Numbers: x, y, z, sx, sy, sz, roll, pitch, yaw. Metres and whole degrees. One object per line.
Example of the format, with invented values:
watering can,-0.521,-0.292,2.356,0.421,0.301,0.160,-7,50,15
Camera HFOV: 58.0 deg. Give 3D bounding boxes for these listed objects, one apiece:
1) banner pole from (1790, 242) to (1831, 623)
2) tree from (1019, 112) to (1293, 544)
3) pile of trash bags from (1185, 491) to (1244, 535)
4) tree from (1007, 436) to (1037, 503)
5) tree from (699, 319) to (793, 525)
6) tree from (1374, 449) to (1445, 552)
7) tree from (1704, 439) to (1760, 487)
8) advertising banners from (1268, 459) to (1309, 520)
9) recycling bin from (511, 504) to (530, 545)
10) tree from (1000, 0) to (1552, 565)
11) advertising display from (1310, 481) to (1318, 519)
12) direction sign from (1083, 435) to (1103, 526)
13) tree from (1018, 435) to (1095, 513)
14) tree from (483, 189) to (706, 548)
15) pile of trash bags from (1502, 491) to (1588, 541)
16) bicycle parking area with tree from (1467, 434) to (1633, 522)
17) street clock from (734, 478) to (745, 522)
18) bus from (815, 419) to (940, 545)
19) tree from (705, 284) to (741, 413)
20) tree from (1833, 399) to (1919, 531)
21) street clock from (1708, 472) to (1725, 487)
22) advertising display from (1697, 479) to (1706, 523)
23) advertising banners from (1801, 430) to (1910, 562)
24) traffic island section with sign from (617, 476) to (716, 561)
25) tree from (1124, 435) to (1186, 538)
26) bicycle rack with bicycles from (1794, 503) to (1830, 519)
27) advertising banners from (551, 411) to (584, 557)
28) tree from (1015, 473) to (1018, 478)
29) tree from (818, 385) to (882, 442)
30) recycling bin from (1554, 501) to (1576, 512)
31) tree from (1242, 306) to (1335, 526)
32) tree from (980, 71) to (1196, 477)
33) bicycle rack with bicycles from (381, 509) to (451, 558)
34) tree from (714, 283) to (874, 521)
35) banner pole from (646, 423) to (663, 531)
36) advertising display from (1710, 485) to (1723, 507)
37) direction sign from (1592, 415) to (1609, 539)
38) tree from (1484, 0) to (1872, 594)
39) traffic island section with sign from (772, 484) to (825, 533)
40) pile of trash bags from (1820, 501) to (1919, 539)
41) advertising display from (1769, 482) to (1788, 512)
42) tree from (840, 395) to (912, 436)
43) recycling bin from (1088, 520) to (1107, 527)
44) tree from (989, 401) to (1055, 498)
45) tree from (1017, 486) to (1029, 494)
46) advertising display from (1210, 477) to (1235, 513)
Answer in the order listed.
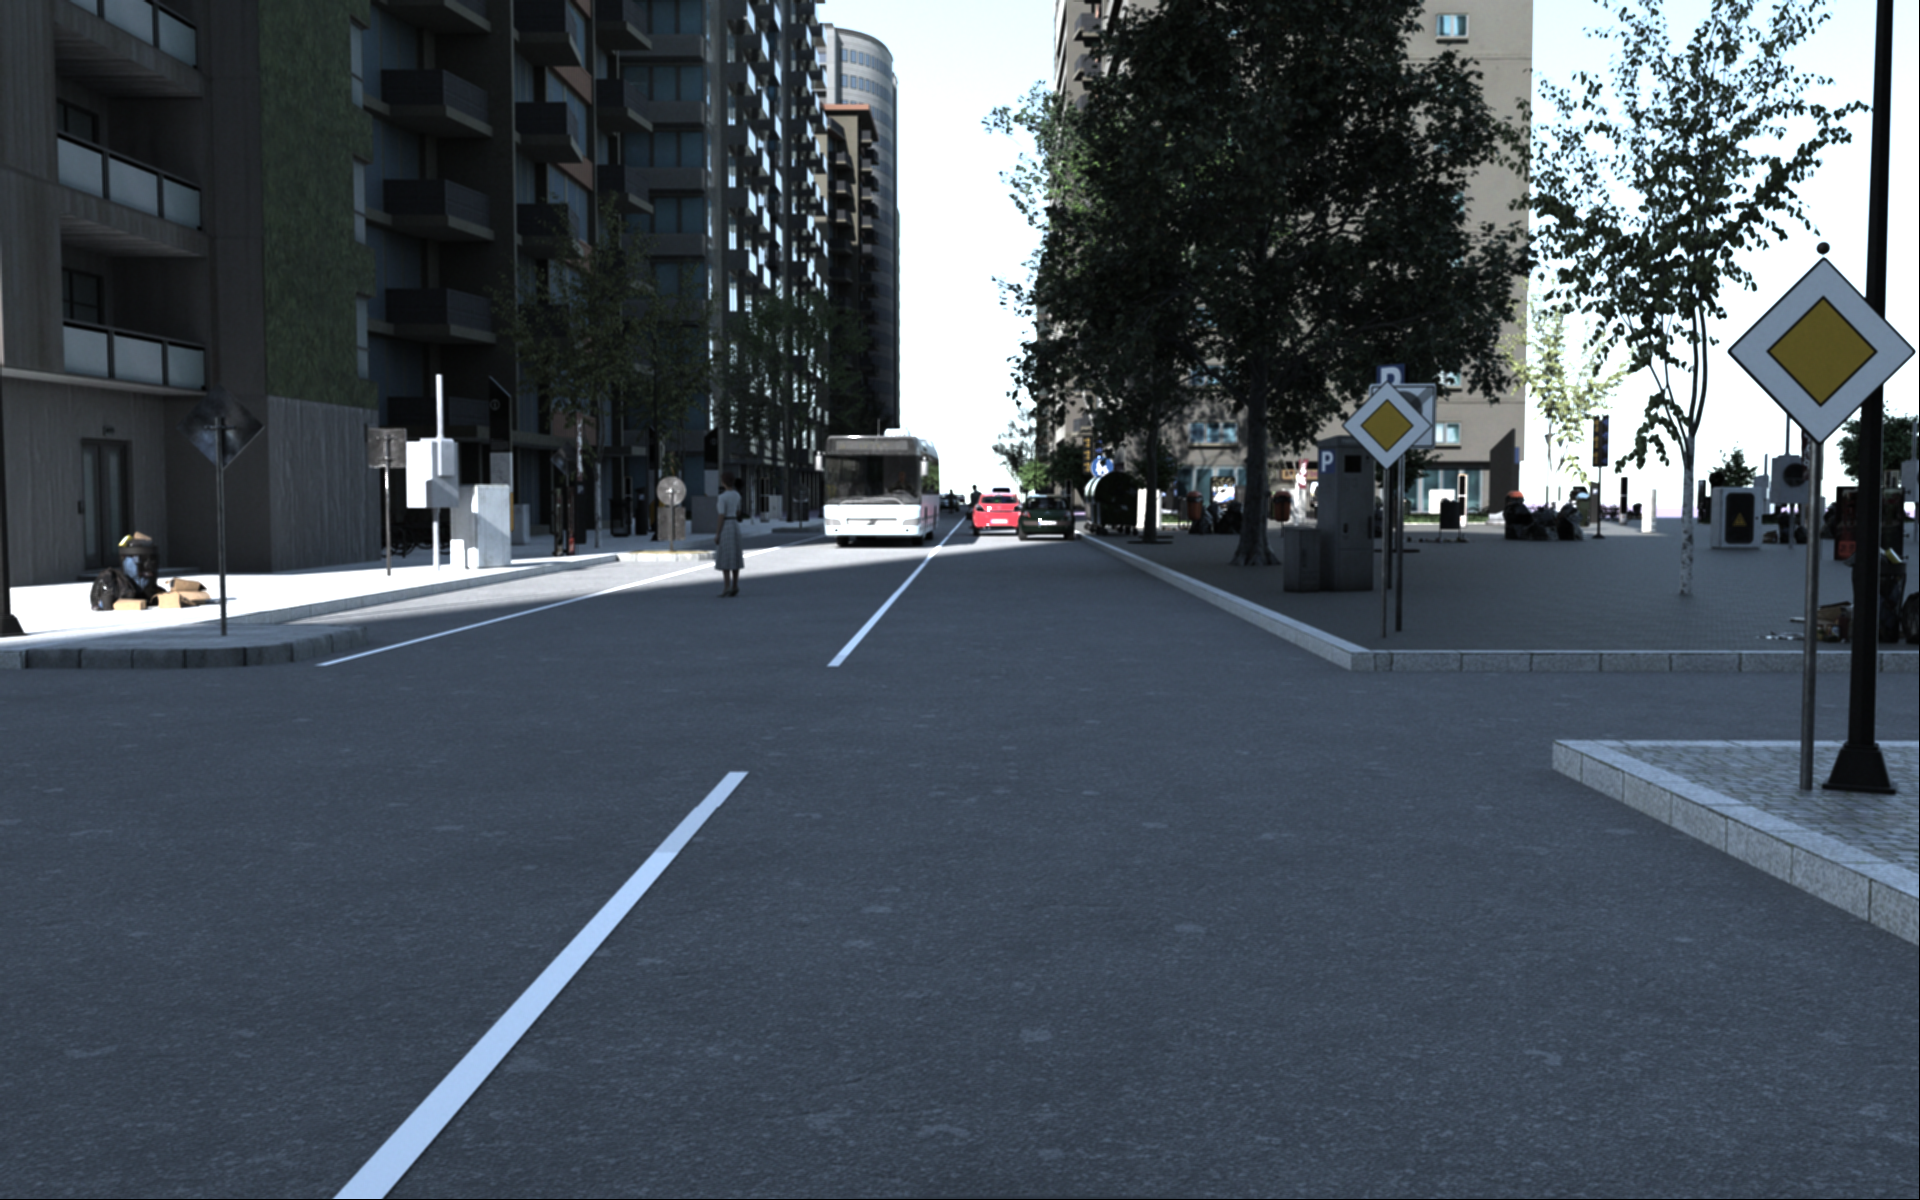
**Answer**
banner pole,8.447,-1.655,17.082,0.401,3.779,0.863,2,4,29
tree,5.043,-7.267,44.566,9.928,11.665,9.643,0,3,0
pile of trash bags,8.149,-2.800,55.528,1.912,1.369,3.447,2,4,33
tree,7.229,-15.554,204.663,4.737,8.622,4.395,0,3,0
tree,-8.730,-7.454,72.239,4.360,8.622,3.978,0,3,0
tree,9.654,-2.689,38.570,1.663,3.219,1.824,0,3,0
tree,27.593,-4.089,61.451,1.663,3.219,1.824,0,3,0
advertising banners,16.300,-5.489,85.940,2.074,3.025,0.090,0,4,-8
recycling bin,-11.241,-1.896,43.553,0.722,1.027,0.722,0,4,-4
tree,5.491,-6.986,31.222,9.611,12.733,9.660,0,3,0
advertising display,18.137,-5.050,87.783,0.123,1.923,0.974,-2,4,-34
direction sign,5.116,-4.578,66.852,0.876,3.537,0.379,-2,4,-27
tree,6.302,-6.849,95.701,4.285,4.588,4.351,0,3,0
tree,-8.885,-5.550,41.111,4.737,8.622,4.395,0,3,0
pile of trash bags,16.334,-2.414,49.215,1.912,1.369,3.447,0,4,-6
bicycle parking area with tree,29.068,-6.009,85.242,9.016,4.147,8.231,3,4,38
street clock,-9.994,-4.521,78.481,0.471,2.002,0.358,2,4,26
bus,-2.145,-3.439,51.079,2.948,3.499,13.247,0,4,2
tree,-8.872,-6.279,53.028,4.737,8.622,4.395,0,3,0
tree,31.887,-4.659,59.892,4.285,4.588,4.351,0,3,0
street clock,24.355,-3.132,55.780,0.471,2.002,0.358,2,4,32
advertising display,32.832,-4.371,76.687,0.123,1.923,0.974,1,4,9
advertising banners,17.229,-2.281,33.476,0.090,3.025,2.074,-3,5,-44
traffic island section with sign,-6.354,-1.794,37.954,1.989,1.847,2.006,0,4,1
tree,5.741,-3.441,50.864,1.663,3.219,1.824,0,3,0
bicycle rack with bicycles,33.067,-3.231,66.217,2.852,0.926,2.925,0,4,4
advertising banners,-8.129,-2.437,36.028,0.090,3.025,2.074,0,4,5
tree,6.538,-10.255,151.381,4.285,4.588,4.351,0,3,0
tree,-7.250,-9.773,110.154,4.360,8.622,3.978,0,3,0
recycling bin,22.450,-3.172,64.417,0.722,1.027,0.722,0,4,2
tree,12.402,-6.939,63.813,4.360,8.622,3.978,0,3,0
tree,7.126,-13.444,75.701,12.611,20.169,13.585,0,3,0
bicycle rack with bicycles,-12.149,-1.370,35.777,2.925,0.926,2.852,0,4,4
tree,-8.187,-9.697,84.300,9.928,11.665,9.643,0,3,0
banner pole,-10.775,-4.332,60.840,0.863,3.779,0.401,-3,5,-42
advertising display,38.409,-5.037,87.563,0.974,1.923,0.123,0,4,-7
direction sign,18.484,-3.549,50.031,0.379,3.537,0.876,0,4,-8
tree,9.116,-4.388,22.106,4.737,8.622,4.395,0,3,0
traffic island section with sign,-5.946,-3.442,64.906,1.989,1.847,2.006,0,4,1
pile of trash bags,26.141,-2.408,49.115,1.912,1.369,3.447,-1,4,-23
advertising display,42.311,-5.163,89.632,0.974,1.923,0.123,1,4,9
tree,-7.588,-13.905,161.754,8.767,10.594,7.601,-1,4,-10
recycling bin,5.451,-3.430,68.632,0.722,1.027,0.722,0,4,-2
tree,6.585,-14.651,173.951,8.767,10.594,7.601,2,4,27
tree,8.205,-13.498,215.287,1.663,3.219,1.824,0,3,0
advertising display,9.681,-3.585,63.835,0.974,1.923,0.123,-1,4,-19
